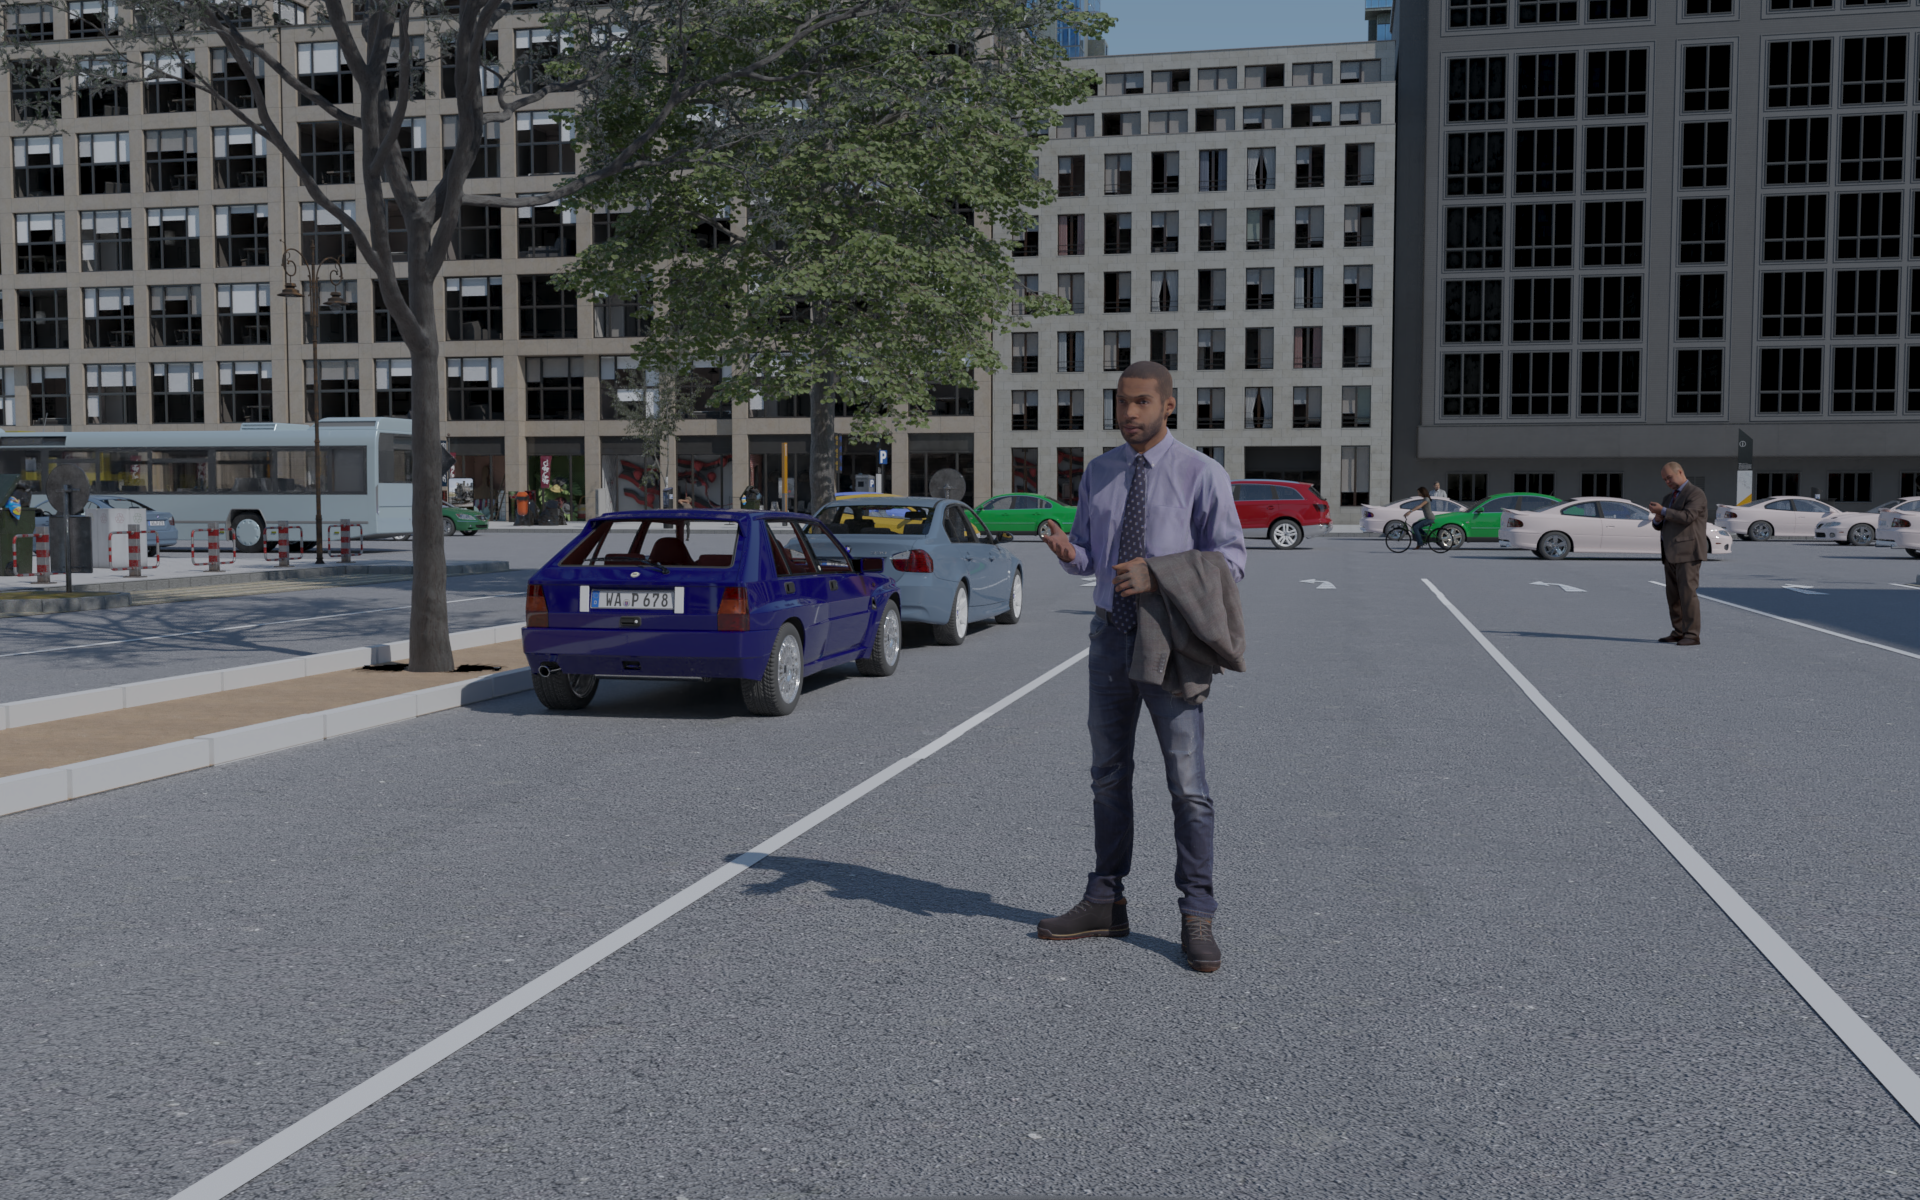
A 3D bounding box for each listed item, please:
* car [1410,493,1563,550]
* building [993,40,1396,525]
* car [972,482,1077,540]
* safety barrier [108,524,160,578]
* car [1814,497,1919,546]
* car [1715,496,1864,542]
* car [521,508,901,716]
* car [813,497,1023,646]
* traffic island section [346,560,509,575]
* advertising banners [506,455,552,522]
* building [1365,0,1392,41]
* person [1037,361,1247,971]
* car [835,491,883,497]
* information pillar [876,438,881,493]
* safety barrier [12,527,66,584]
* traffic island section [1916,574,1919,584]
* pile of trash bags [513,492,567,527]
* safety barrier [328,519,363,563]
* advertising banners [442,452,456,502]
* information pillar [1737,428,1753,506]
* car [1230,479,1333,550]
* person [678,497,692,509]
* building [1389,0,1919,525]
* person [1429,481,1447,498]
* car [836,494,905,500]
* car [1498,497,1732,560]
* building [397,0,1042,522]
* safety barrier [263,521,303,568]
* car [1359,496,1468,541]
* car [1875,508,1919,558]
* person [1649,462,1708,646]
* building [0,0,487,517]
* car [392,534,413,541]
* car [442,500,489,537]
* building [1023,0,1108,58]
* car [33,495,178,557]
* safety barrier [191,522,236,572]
[{"bbox_3d":[14.044,-2.192,44.636,4.718,1.807,1.959,1,4,11],"label":"car"},{"bbox_3d":[10.754,-13.666,78.198,16.860,20.320,10.420,1,4,12],"label":"building"},{"bbox_3d":[1.467,-2.655,52.201,4.718,1.807,1.959,1,4,11],"label":"car"},{"bbox_3d":[-12.671,-0.753,26.584,0.300,0.817,1.120,1,4,12],"label":"safety barrier"},{"bbox_3d":[26.360,-2.183,48.055,4.827,1.381,2.083,1,4,12],"label":"car"},{"bbox_3d":[25.556,-2.463,52.636,4.827,1.381,2.083,1,4,12],"label":"car"},{"bbox_3d":[-1.627,-0.005,12.659,1.945,1.354,3.894,1,4,13],"label":"car"},{"bbox_3d":[-0.533,-0.355,17.809,2.014,1.417,4.499,1,4,13],"label":"car"},{"bbox_3d":[-9.701,-0.601,32.108,2.009,0.180,2.903,1,4,12],"label":"traffic island section"},{"bbox_3d":[-19.510,-5.032,78.458,2.074,3.025,0.090,0,4,-2],"label":"advertising banners"},{"bbox_3d":[66.178,-56.315,233.422,31.000,86.520,22.319,1,4,12],"label":"building"},{"bbox_3d":[0.515,0.187,5.307,0.709,1.838,0.599,2,4,32],"label":"person"},{"bbox_3d":[-2.714,-2.780,55.046,3.694,1.707,1.945,1,4,11],"label":"car"},{"bbox_3d":[-3.368,-4.922,71.824,0.183,3.616,0.504,1,4,13],"label":"information pillar"},{"bbox_3d":[-13.086,-0.638,24.712,0.300,0.817,1.120,1,4,12],"label":"safety barrier"},{"bbox_3d":[15.971,-0.255,26.446,2.009,0.180,2.903,1,4,12],"label":"traffic island section"},{"bbox_3d":[-17.135,-3.673,69.804,1.912,1.369,3.447,0,4,5],"label":"pile of trash bags"},{"bbox_3d":[-11.427,-1.097,32.210,0.300,0.817,1.120,1,4,12],"label":"safety barrier"},{"bbox_3d":[-21.408,-4.620,71.718,0.090,3.025,2.074,1,4,16],"label":"advertising banners"},{"bbox_3d":[27.822,-4.287,61.449,0.504,3.616,0.183,1,4,17],"label":"information pillar"},{"bbox_3d":[7.104,-2.257,45.577,5.304,1.827,2.281,1,4,14],"label":"car"},{"bbox_3d":[-8.418,-2.479,52.941,0.340,1.345,0.435,3,4,37],"label":"person"},{"bbox_3d":[31.248,-17.278,76.000,24.014,27.812,14.314,1,4,12],"label":"building"},{"bbox_3d":[15.443,-2.913,55.978,0.661,1.843,0.795,2,4,30],"label":"person"},{"bbox_3d":[-1.509,-1.841,40.316,3.980,1.641,2.015,1,4,13],"label":"car"},{"bbox_3d":[14.330,-1.567,37.981,4.827,1.381,2.083,1,4,11],"label":"car"},{"bbox_3d":[-13.234,-17.317,87.646,34.151,26.468,19.350,1,4,12],"label":"building"},{"bbox_3d":[-11.843,-0.982,30.330,0.300,0.817,1.120,1,4,12],"label":"safety barrier"},{"bbox_3d":[14.865,-2.529,53.708,4.827,1.381,2.083,1,4,12],"label":"car"},{"bbox_3d":[22.729,-1.560,37.871,4.827,1.381,2.083,1,4,13],"label":"car"},{"bbox_3d":[6.853,-0.452,16.584,0.600,1.739,0.565,-3,4,-37],"label":"person"},{"bbox_3d":[-46.599,-17.762,94.917,34.151,26.468,19.350,1,4,12],"label":"building"},{"bbox_3d":[-18.298,-2.549,53.682,4.499,1.417,2.014,1,4,13],"label":"car"},{"bbox_3d":[-18.615,-2.923,59.594,4.920,1.459,2.131,1,4,12],"label":"car"},{"bbox_3d":[8.093,-57.138,246.873,31.000,86.520,22.319,1,4,12],"label":"building"},{"bbox_3d":[-19.940,-1.653,39.028,4.499,1.417,2.014,1,4,14],"label":"car"},{"bbox_3d":[-12.260,-0.867,28.456,0.300,0.817,1.120,1,4,12],"label":"safety barrier"}]
